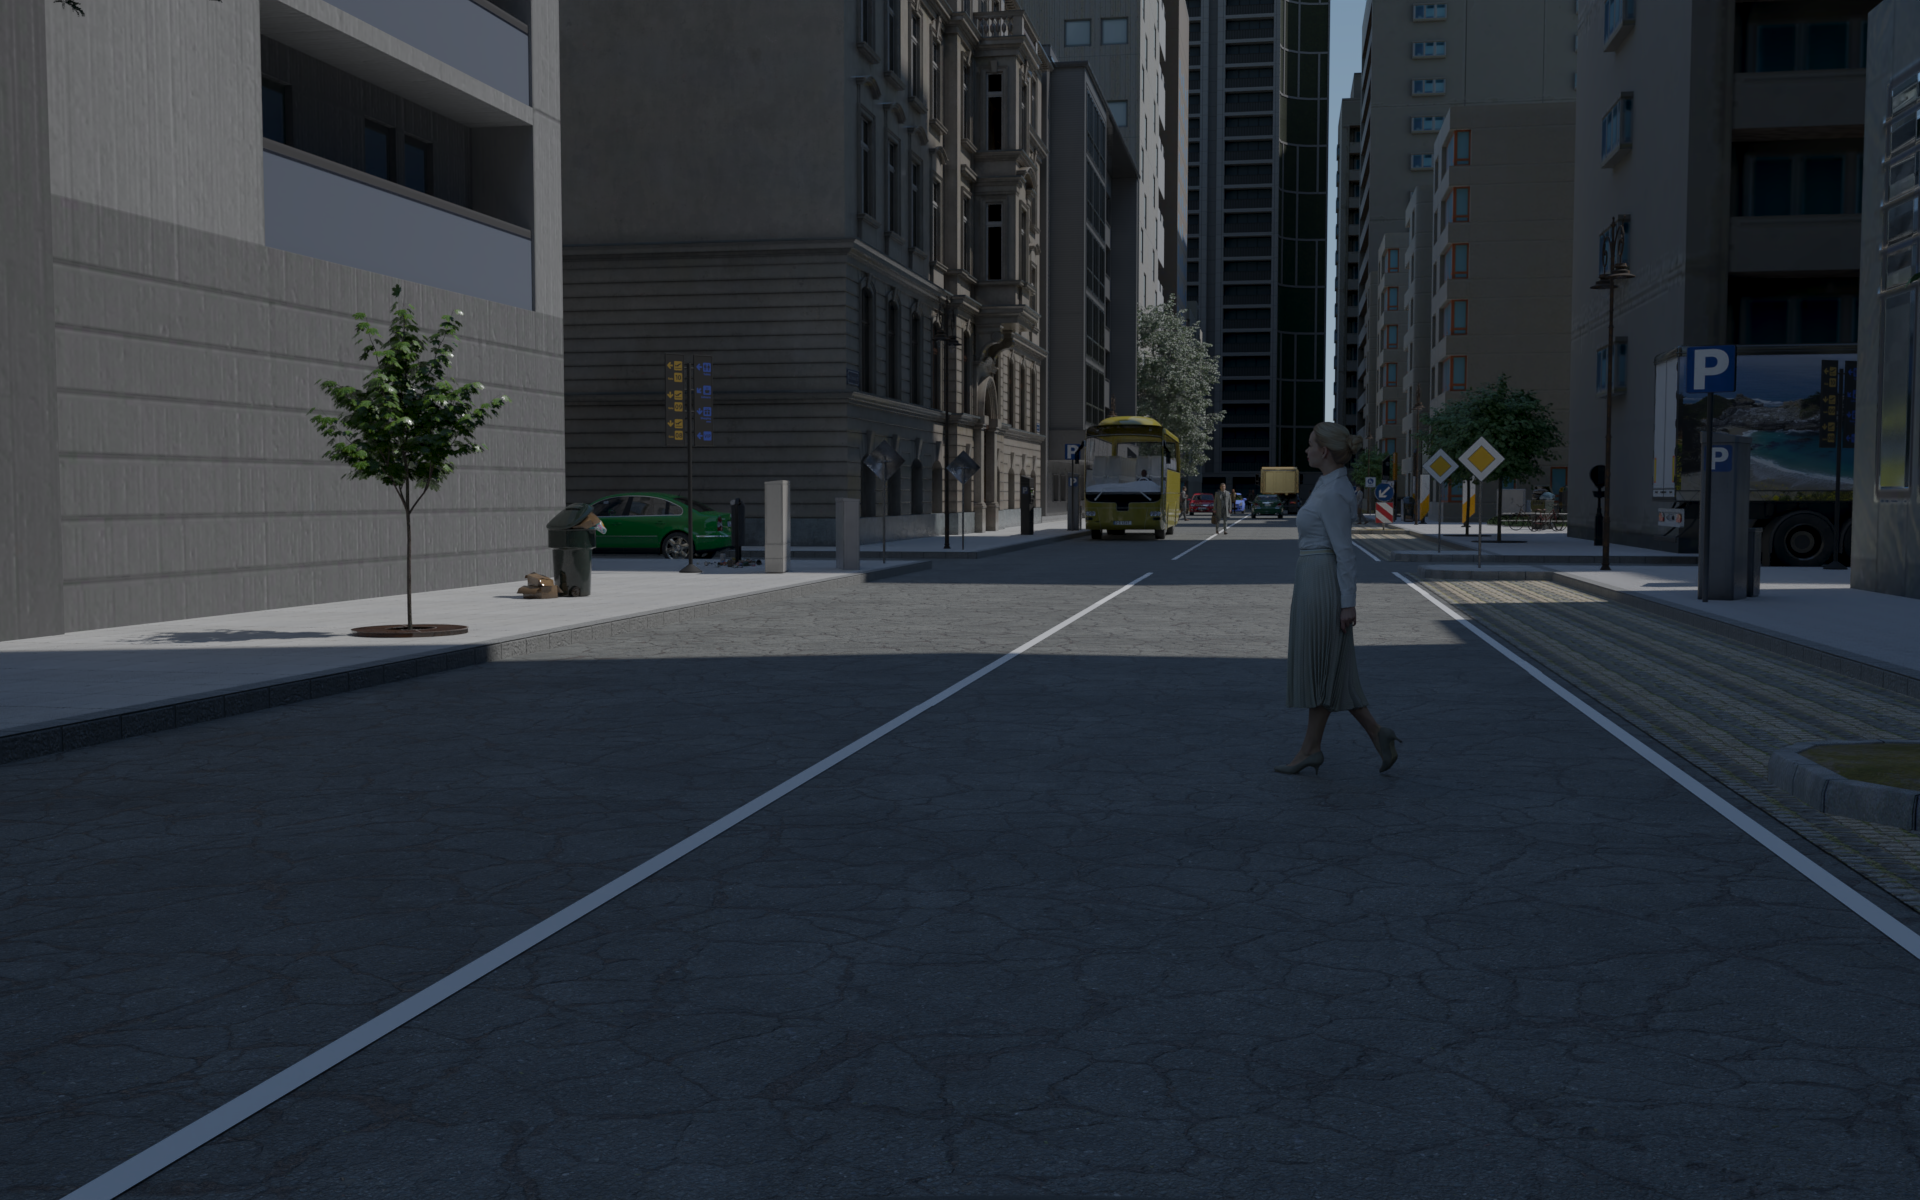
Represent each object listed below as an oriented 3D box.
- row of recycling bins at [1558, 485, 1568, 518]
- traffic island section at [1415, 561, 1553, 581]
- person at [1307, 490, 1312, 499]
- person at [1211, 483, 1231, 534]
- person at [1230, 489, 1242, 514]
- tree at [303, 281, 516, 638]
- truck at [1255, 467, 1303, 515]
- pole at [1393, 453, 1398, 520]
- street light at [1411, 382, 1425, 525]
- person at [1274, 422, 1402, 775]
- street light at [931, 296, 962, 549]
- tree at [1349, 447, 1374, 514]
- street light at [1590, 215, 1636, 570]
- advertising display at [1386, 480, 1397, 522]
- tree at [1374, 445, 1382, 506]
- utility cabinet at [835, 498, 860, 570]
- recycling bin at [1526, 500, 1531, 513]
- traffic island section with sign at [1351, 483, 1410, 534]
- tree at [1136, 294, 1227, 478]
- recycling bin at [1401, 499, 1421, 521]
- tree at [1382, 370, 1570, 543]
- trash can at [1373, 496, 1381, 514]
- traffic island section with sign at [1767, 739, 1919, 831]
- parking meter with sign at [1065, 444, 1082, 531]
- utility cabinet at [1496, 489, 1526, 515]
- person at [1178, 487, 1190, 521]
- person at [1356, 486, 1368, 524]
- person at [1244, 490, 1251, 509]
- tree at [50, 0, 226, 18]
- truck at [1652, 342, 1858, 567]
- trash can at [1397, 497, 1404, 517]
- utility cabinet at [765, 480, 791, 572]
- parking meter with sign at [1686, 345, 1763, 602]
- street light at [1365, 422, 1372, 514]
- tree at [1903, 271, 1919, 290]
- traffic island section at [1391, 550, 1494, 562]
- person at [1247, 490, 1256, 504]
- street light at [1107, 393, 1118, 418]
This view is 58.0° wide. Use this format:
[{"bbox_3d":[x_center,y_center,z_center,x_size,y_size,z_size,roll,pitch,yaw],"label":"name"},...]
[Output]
[{"bbox_3d":[26.191,-4.096,74.085,1.069,1.692,3.534,1,4,16],"label":"row of recycling bins"},{"bbox_3d":[9.035,-0.476,30.064,2.009,0.180,2.903,1,4,11],"label":"traffic island section"},{"bbox_3d":[34.754,-9.999,171.989,0.705,1.823,1.348,-1,4,-10],"label":"person"},{"bbox_3d":[9.299,-3.236,61.517,0.694,1.812,0.767,0,4,-2],"label":"person"},{"bbox_3d":[19.603,-7.081,124.376,1.348,1.812,0.705,1,4,18],"label":"person"},{"bbox_3d":[-5.145,-1.306,15.950,1.663,3.219,1.824,0,3,0],"label":"tree"},{"bbox_3d":[22.769,-7.803,123.508,3.469,3.379,9.791,1,4,10],"label":"truck"},{"bbox_3d":[21.347,-5.575,85.002,0.158,3.312,0.155,0,3,0],"label":"pole"},{"bbox_3d":[18.942,-6.052,71.736,0.468,5.910,1.993,1,4,11],"label":"street light"},{"bbox_3d":[1.937,-0.006,8.823,0.641,1.798,0.478,2,4,25],"label":"person"},{"bbox_3d":[-0.305,-4.140,40.470,0.468,5.910,1.993,1,4,11],"label":"street light"},{"bbox_3d":[27.231,-7.934,113.437,4.285,4.588,4.351,0,3,0],"label":"tree"},{"bbox_3d":[10.886,-3.440,29.029,0.468,5.910,1.993,1,4,11],"label":"street light"},{"bbox_3d":[19.966,-4.583,80.152,0.123,1.923,0.974,0,4,-7],"label":"advertising display"},{"bbox_3d":[15.387,-4.219,52.688,4.285,4.588,4.351,0,3,0],"label":"tree"},{"bbox_3d":[-1.919,-1.132,29.674,0.306,1.237,1.020,-1,4,-11],"label":"utility cabinet"},{"bbox_3d":[25.183,-3.848,75.476,0.722,1.027,0.722,-3,5,-41],"label":"recycling bin"},{"bbox_3d":[15.053,-3.270,62.090,1.989,1.847,2.006,1,4,11],"label":"traffic island section with sign"},{"bbox_3d":[11.925,-12.413,109.615,9.857,13.997,8.962,0,3,0],"label":"tree"},{"bbox_3d":[21.652,-4.315,83.101,0.722,1.027,0.722,-1,4,-19],"label":"recycling bin"},{"bbox_3d":[14.400,-3.803,45.896,4.285,4.588,4.351,0,3,0],"label":"tree"},{"bbox_3d":[25.903,-5.828,106.937,0.748,1.137,0.748,0,3,0],"label":"trash can"},{"bbox_3d":[4.910,0.042,7.948,1.989,1.847,2.006,1,4,11],"label":"traffic island section with sign"},{"bbox_3d":[4.036,-3.958,60.981,0.543,3.016,1.738,1,4,9],"label":"parking meter with sign"},{"bbox_3d":[23.968,-4.078,75.350,1.173,1.500,0.318,3,4,39],"label":"utility cabinet"},{"bbox_3d":[11.794,-5.087,91.637,0.822,1.834,0.622,-1,4,-15],"label":"person"},{"bbox_3d":[18.805,-4.463,81.594,0.853,1.813,0.709,0,4,-8],"label":"person"},{"bbox_3d":[27.518,-9.521,164.304,1.348,1.807,0.705,2,4,30],"label":"person"},{"bbox_3d":[-6.486,-4.465,7.423,8.767,10.594,7.601,1,4,19],"label":"tree"},{"bbox_3d":[19.227,-2.676,32.673,11.283,4.237,2.839,1,4,12],"label":"truck"},{"bbox_3d":[24.587,-5.213,96.882,0.748,1.137,0.748,0,3,0],"label":"trash can"},{"bbox_3d":[-3.001,-1.207,28.421,0.318,1.500,1.173,0,4,0],"label":"utility cabinet"},{"bbox_3d":[9.358,-1.520,21.109,0.543,3.016,1.738,3,4,38],"label":"parking meter with sign"},{"bbox_3d":[26.040,-8.414,110.364,0.468,5.910,1.993,1,4,11],"label":"street light"},{"bbox_3d":[7.578,-1.636,10.464,4.285,4.588,4.351,0,3,0],"label":"tree"},{"bbox_3d":[10.507,-0.956,37.912,2.009,0.180,2.903,1,4,11],"label":"traffic island section"},{"bbox_3d":[25.260,-8.602,149.282,1.348,1.807,0.705,-2,4,-29],"label":"person"},{"bbox_3d":[7.021,-6.529,79.533,0.468,5.910,1.993,1,4,11],"label":"street light"}]
